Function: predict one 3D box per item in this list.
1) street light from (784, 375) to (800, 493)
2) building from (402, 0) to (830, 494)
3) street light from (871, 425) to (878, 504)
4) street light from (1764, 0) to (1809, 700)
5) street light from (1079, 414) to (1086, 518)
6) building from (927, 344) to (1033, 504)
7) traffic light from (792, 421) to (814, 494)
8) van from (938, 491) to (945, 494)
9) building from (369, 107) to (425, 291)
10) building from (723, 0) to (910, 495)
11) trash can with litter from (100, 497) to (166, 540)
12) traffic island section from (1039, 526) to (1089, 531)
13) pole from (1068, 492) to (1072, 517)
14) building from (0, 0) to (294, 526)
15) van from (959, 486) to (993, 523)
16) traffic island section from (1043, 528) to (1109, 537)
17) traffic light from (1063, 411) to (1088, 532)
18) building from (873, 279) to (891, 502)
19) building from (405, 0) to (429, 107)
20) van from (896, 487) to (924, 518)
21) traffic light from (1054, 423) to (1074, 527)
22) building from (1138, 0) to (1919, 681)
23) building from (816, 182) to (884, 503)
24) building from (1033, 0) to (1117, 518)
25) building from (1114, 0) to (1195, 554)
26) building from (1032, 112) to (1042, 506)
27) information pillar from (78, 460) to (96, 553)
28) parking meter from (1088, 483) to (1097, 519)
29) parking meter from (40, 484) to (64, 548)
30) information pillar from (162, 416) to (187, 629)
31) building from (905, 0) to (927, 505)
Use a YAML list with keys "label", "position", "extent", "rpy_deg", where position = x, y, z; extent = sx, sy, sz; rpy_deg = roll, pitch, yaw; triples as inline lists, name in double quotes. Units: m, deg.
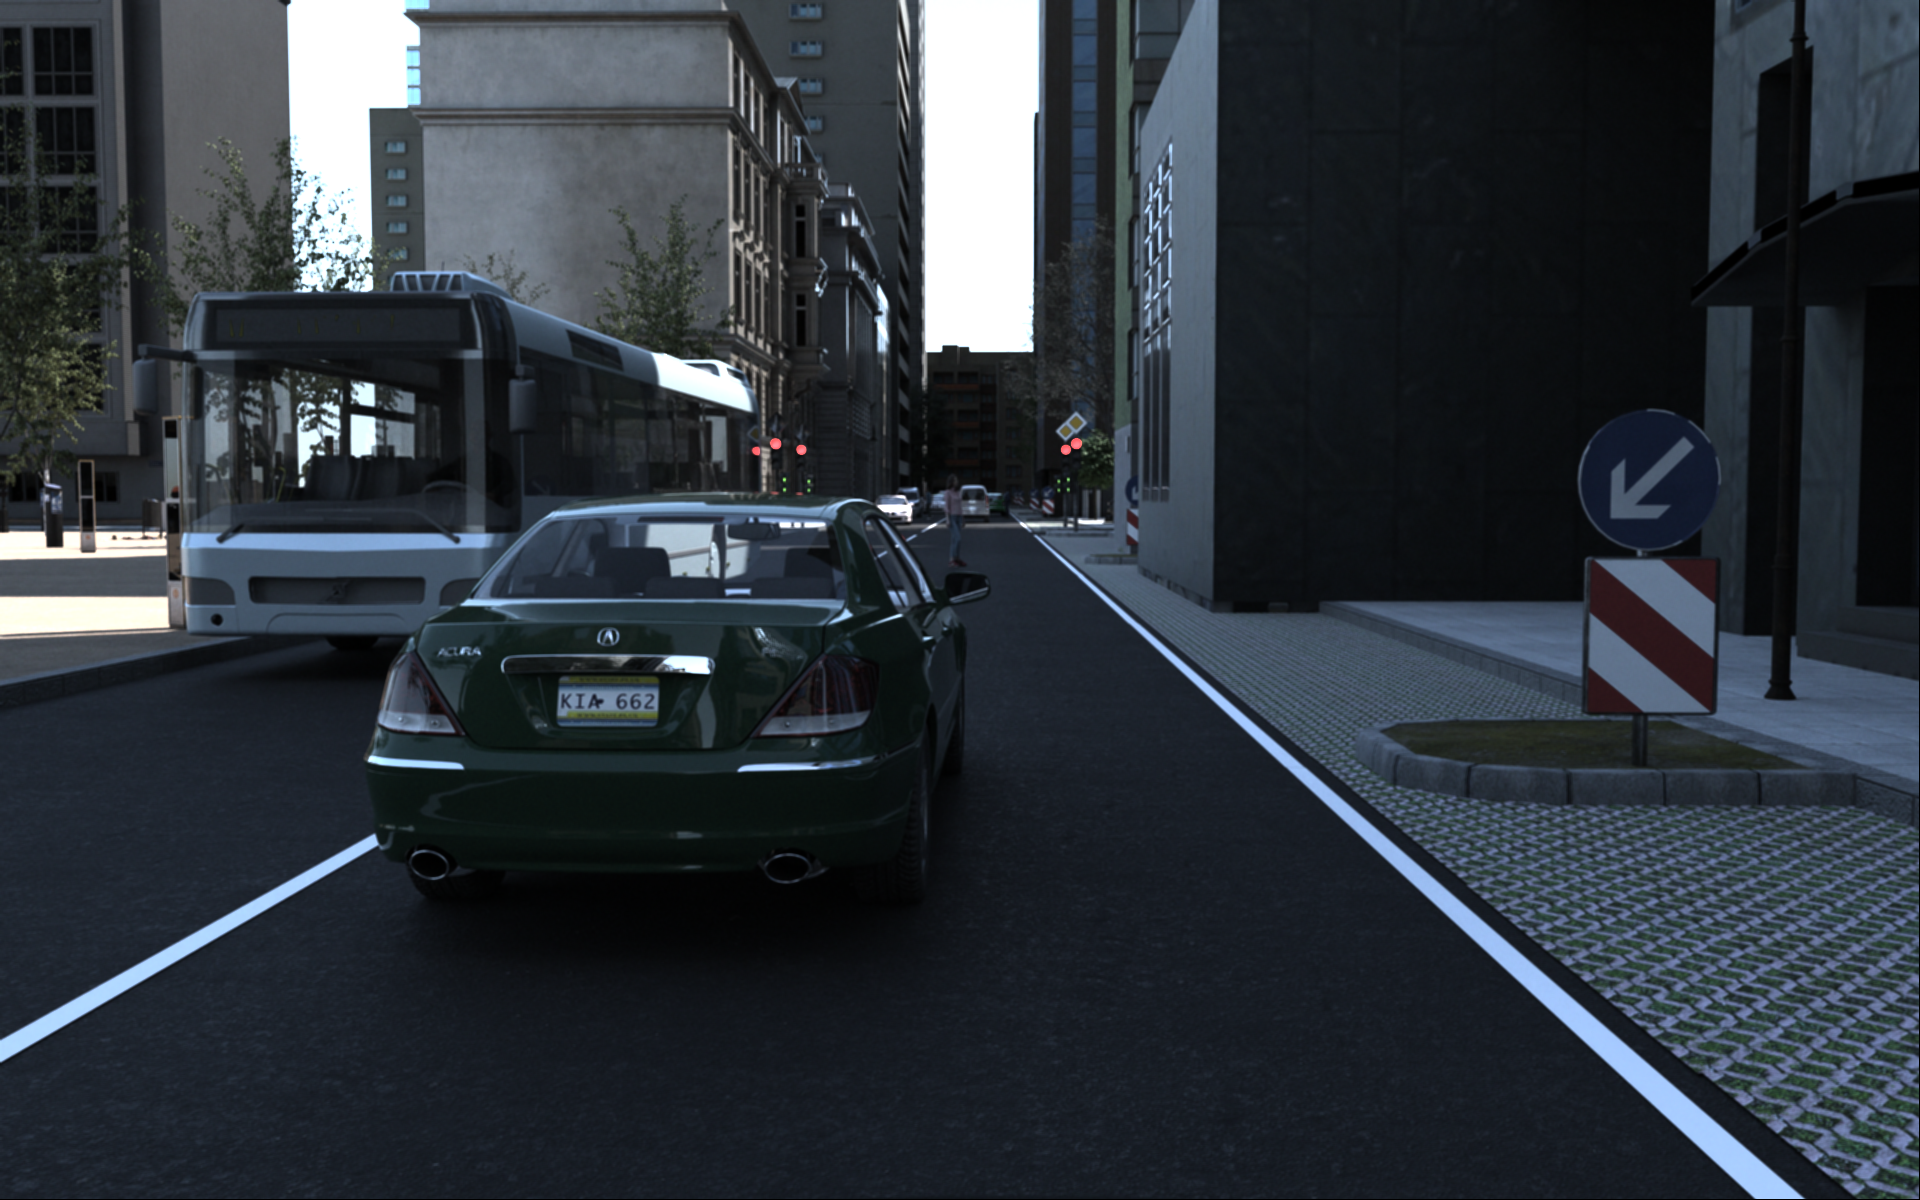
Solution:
- label: "street light"
  position: [-6.500, -5.767, 67.086]
  extent: [0.468, 5.910, 1.993]
  rpy_deg: [0, 4, 1]
- label: "building"
  position: [-13.654, -16.164, 83.368]
  extent: [14.460, 24.649, 34.723]
  rpy_deg: [0, 4, 1]
- label: "street light"
  position: [-5.671, -8.654, 114.280]
  extent: [0.468, 5.910, 1.993]
  rpy_deg: [0, 4, 1]
- label: "street light"
  position: [5.142, -2.318, 10.682]
  extent: [0.468, 5.910, 1.993]
  rpy_deg: [0, 4, 1]
- label: "street light"
  position: [6.578, -7.441, 94.441]
  extent: [0.468, 5.910, 1.993]
  rpy_deg: [0, 4, 1]
- label: "building"
  position: [-0.442, -24.137, 239.677]
  extent: [28.899, 21.520, 27.650]
  rpy_deg: [0, 4, 1]
- label: "traffic light"
  position: [-6.066, -4.765, 66.835]
  extent: [0.839, 4.253, 0.868]
  rpy_deg: [0, 4, 1]
- label: "van"
  position: [-1.922, -12.383, 209.467]
  extent: [2.013, 2.044, 4.112]
  rpy_deg: [0, 4, -1]
- label: "building"
  position: [-56.336, -35.714, 207.632]
  extent: [21.600, 48.544, 21.300]
  rpy_deg: [0, 4, 1]
- label: "building"
  position: [-15.534, -32.345, 152.548]
  extent: [21.300, 48.544, 21.600]
  rpy_deg: [0, 4, 1]
- label: "trash can with litter"
  position: [-23.176, -2.305, 48.741]
  extent: [1.678, 1.210, 2.233]
  rpy_deg: [3, 5, 41]
- label: "traffic island section"
  position: [4.084, -2.723, 66.796]
  extent: [2.009, 0.180, 2.903]
  rpy_deg: [0, 4, 1]
- label: "pole"
  position: [6.089, -6.227, 95.651]
  extent: [0.158, 3.312, 0.155]
  rpy_deg: [0, 3, 0]
- label: "building"
  position: [-42.979, -17.132, 73.622]
  extent: [24.014, 27.812, 14.314]
  rpy_deg: [0, 4, 1]
- label: "van"
  position: [0.648, -4.890, 86.965]
  extent: [2.013, 2.044, 4.112]
  rpy_deg: [0, 4, 0]
- label: "traffic island section"
  position: [3.950, -2.234, 58.812]
  extent: [2.009, 0.180, 2.903]
  rpy_deg: [0, 4, 1]
- label: "traffic light"
  position: [3.910, -4.268, 58.699]
  extent: [0.839, 4.253, 0.868]
  rpy_deg: [0, 4, 1]
- label: "building"
  position: [-10.970, -17.051, 133.529]
  extent: [10.420, 20.320, 16.860]
  rpy_deg: [0, 4, 1]
- label: "building"
  position: [-61.589, -56.470, 235.959]
  extent: [31.000, 86.520, 22.319]
  rpy_deg: [0, 4, 1]
- label: "van"
  position: [-3.209, -6.098, 106.721]
  extent: [2.013, 2.044, 4.112]
  rpy_deg: [0, 4, 1]
- label: "traffic light"
  position: [4.044, -4.756, 66.683]
  extent: [0.839, 4.253, 0.868]
  rpy_deg: [0, 4, 1]
- label: "building"
  position: [14.103, -42.828, 12.910]
  extent: [22.319, 86.520, 31.000]
  rpy_deg: [0, 4, 1]
- label: "building"
  position: [-12.269, -16.573, 112.768]
  extent: [13.314, 21.916, 24.055]
  rpy_deg: [0, 4, 1]
- label: "building"
  position: [11.698, -27.654, 102.259]
  extent: [14.600, 45.320, 14.200]
  rpy_deg: [0, 4, 1]
- label: "building"
  position: [11.001, -22.094, 44.834]
  extent: [14.154, 41.232, 14.086]
  rpy_deg: [0, 4, 1]
- label: "building"
  position: [14.906, -30.879, 188.471]
  extent: [14.154, 41.232, 14.086]
  rpy_deg: [0, 4, 1]
- label: "information pillar"
  position: [-19.065, -2.038, 37.819]
  extent: [0.304, 2.012, 0.304]
  rpy_deg: [-2, 4, -29]
- label: "parking meter"
  position: [6.799, -5.093, 88.979]
  extent: [0.255, 1.863, 0.399]
  rpy_deg: [-3, 5, -40]
- label: "parking meter"
  position: [-21.803, -2.035, 41.678]
  extent: [0.372, 1.533, 0.369]
  rpy_deg: [0, 3, 0]
- label: "information pillar"
  position: [-7.371, -0.737, 16.546]
  extent: [0.304, 2.012, 0.304]
  rpy_deg: [3, 4, 37]
- label: "building"
  position: [-14.610, -47.031, 207.215]
  extent: [20.611, 71.187, 20.563]
  rpy_deg: [0, 4, 1]
